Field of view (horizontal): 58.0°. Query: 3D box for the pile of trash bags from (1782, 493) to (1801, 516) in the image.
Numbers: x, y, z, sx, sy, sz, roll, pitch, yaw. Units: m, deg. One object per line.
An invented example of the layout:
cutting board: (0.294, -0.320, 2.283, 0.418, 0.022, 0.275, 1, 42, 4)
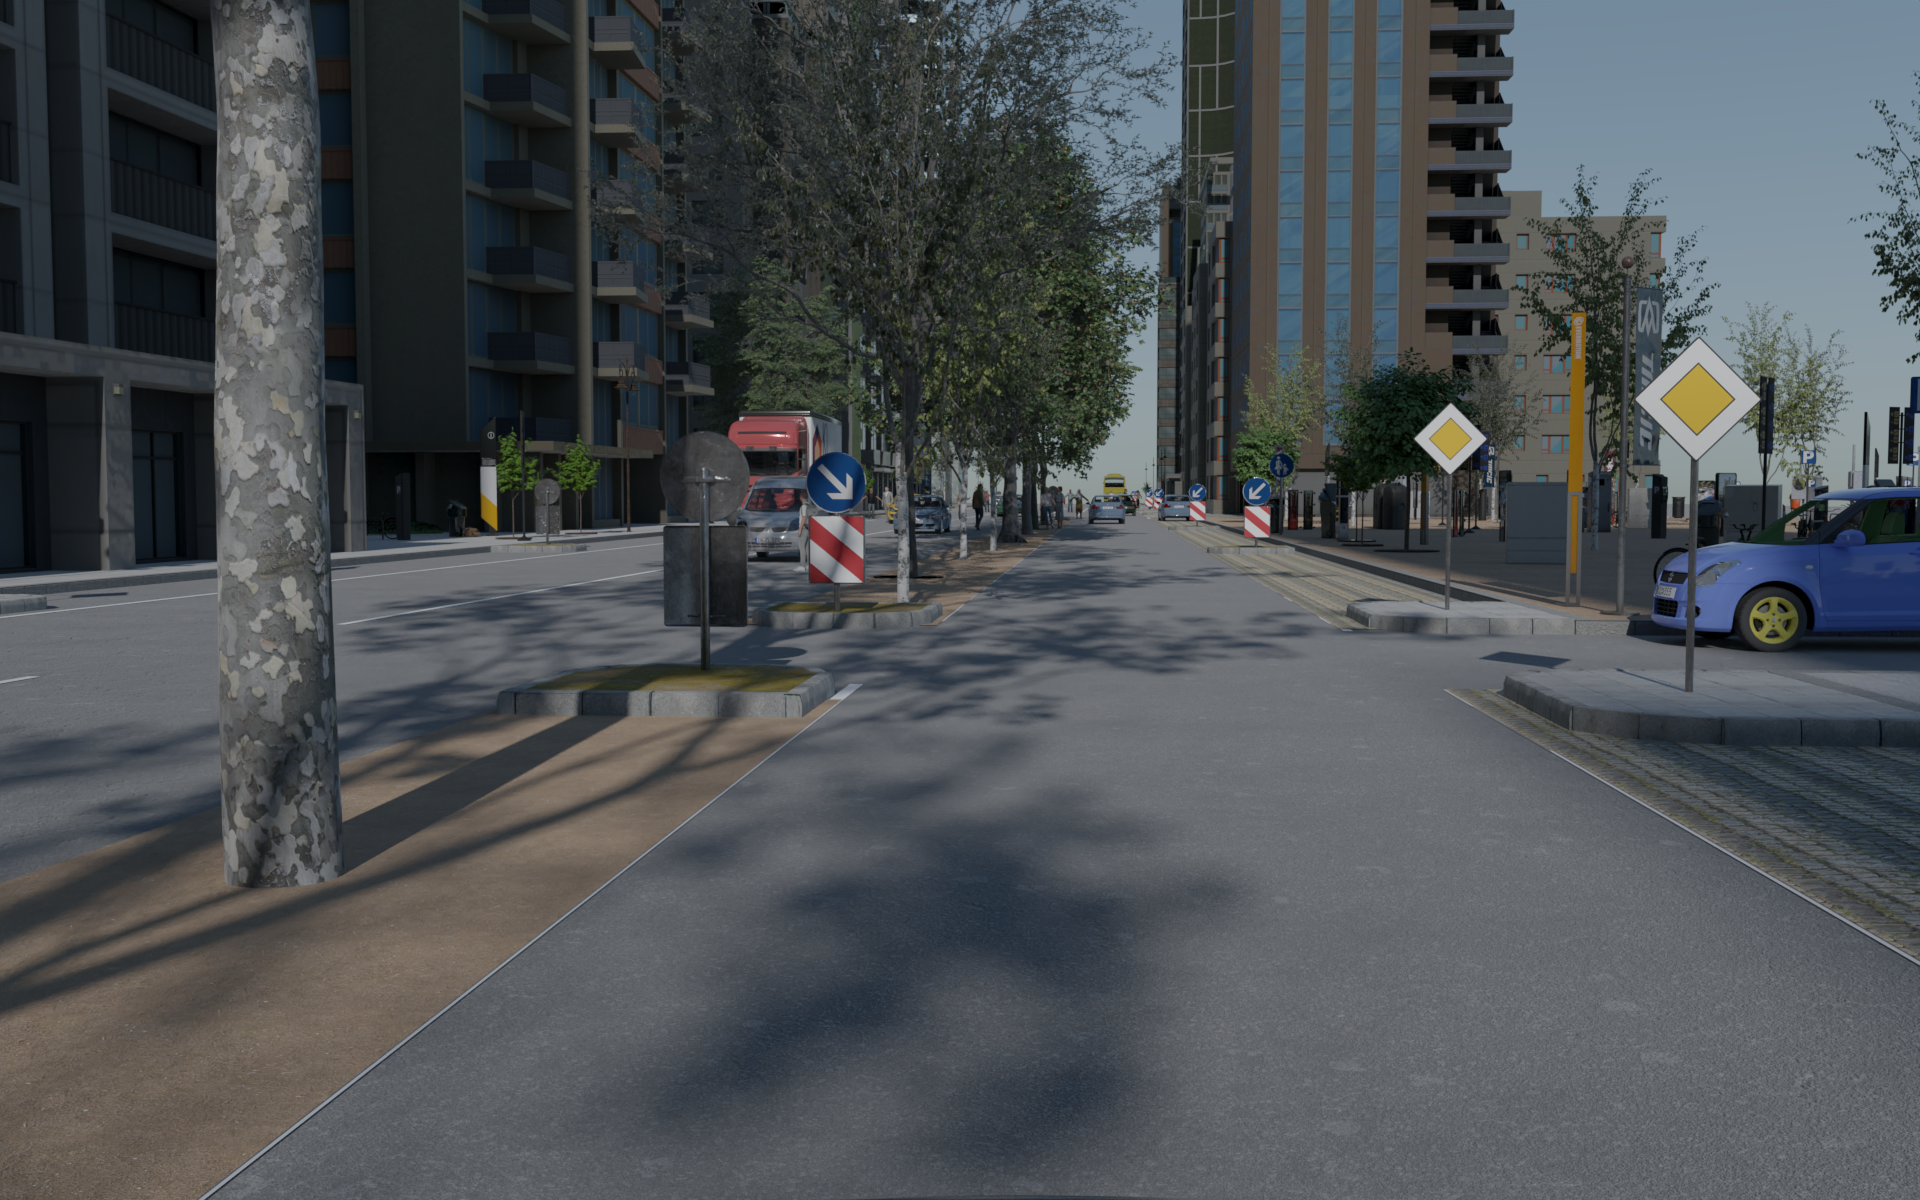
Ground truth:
pile of trash bags: (42.453, -4.939, 90.505, 3.447, 1.369, 1.912, -1, 4, -16)

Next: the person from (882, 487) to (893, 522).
person: (-3.642, -4.815, 87.348, 0.709, 1.813, 0.853, 1, 4, 17)

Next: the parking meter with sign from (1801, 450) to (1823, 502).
parking meter with sign: (34.254, -4.472, 69.381, 0.543, 3.016, 1.738, 3, 5, 45)

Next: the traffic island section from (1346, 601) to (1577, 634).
traffic island section: (5.417, 0.189, 19.192, 2.009, 0.180, 2.903, 0, 4, 5)

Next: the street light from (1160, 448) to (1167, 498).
street light: (20.756, -12.576, 178.408, 0.468, 5.910, 1.993, 0, 4, 5)

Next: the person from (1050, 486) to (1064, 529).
person: (3.965, -3.750, 70.376, 0.524, 1.755, 0.480, -2, 4, -33)

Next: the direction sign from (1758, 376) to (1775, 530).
direction sign: (15.595, -2.542, 33.552, 0.379, 3.537, 0.876, 3, 5, 40)

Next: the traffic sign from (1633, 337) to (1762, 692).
traffic sign: (4.721, -0.460, 11.160, 0.795, 2.450, 0.064, 0, 4, 5)

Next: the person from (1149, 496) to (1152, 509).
person: (16.789, -8.817, 153.603, 0.436, 1.711, 0.756, 0, 4, 8)

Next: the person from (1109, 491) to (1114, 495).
person: (14.212, -9.348, 162.283, 0.756, 1.711, 0.436, 2, 4, 32)

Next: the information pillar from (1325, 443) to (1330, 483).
information pillar: (16.774, -5.367, 79.103, 0.183, 3.616, 0.504, 0, 4, -5)

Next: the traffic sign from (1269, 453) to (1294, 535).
traffic sign: (10.061, -3.312, 54.263, 0.768, 2.556, 0.104, 0, 4, 7)

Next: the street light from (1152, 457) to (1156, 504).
street light: (24.070, -14.844, 215.484, 0.468, 5.910, 1.993, 0, 4, 5)

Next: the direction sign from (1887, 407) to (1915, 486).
direction sign: (24.466, -3.246, 45.075, 0.876, 3.537, 0.379, -1, 4, -21)

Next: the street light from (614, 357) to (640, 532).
street light: (-11.204, -5.238, 58.426, 0.468, 5.910, 1.993, 0, 4, 5)

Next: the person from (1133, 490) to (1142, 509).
person: (17.428, -9.870, 169.888, 1.348, 1.823, 0.705, -3, 5, -40)

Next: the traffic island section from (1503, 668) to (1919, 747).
traffic island section: (4.745, 0.676, 11.235, 2.009, 0.180, 2.903, 0, 4, 5)

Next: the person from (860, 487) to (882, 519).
person: (-5.062, -5.530, 98.929, 1.348, 1.822, 0.705, -1, 4, -13)

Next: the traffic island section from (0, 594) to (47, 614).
traffic island section: (-12.411, 0.097, 20.697, 2.009, 0.180, 2.903, 0, 4, 5)

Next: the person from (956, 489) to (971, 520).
person: (0.228, -5.345, 96.427, 0.617, 1.759, 0.750, 3, 5, 39)

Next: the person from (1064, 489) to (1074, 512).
person: (8.608, -7.740, 135.127, 1.350, 1.814, 0.705, 0, 4, -1)

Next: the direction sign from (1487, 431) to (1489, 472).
direction sign: (18.736, -4.331, 62.809, 0.876, 3.537, 0.379, 3, 5, 40)

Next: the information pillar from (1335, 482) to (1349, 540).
information pillar: (10.763, -2.706, 48.733, 0.304, 2.012, 0.304, 0, 4, -5)

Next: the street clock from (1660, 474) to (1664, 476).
street clock: (25.368, -3.567, 62.889, 0.358, 2.002, 0.471, 0, 4, -3)

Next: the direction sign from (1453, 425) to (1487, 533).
direction sign: (16.727, -3.964, 56.813, 0.379, 3.537, 0.876, -2, 4, -27)

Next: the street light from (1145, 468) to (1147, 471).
street light: (27.141, -17.113, 252.580, 0.468, 5.910, 1.993, 0, 4, 5)

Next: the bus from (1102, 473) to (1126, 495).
bus: (18.443, -13.181, 207.053, 2.896, 3.916, 12.252, 0, 4, 5)

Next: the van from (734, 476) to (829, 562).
van: (-3.882, -1.895, 37.998, 2.013, 2.044, 4.112, 0, 4, 3)

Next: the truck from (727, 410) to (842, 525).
truck: (-6.034, -4.361, 60.218, 2.839, 4.237, 11.283, 0, 4, 4)

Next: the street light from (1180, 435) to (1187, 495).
street light: (17.037, -9.762, 132.390, 0.468, 5.910, 1.993, 0, 4, 5)

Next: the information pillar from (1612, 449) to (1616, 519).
information pillar: (33.784, -6.025, 89.867, 0.504, 3.616, 0.183, -1, 4, -12)

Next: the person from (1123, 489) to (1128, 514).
person: (11.774, -6.982, 122.670, 0.705, 1.822, 1.348, 2, 4, 35)

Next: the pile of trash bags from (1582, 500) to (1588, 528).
pile of trash bags: (22.084, -3.420, 65.666, 3.447, 1.369, 1.912, -1, 4, -11)

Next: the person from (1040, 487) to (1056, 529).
person: (3.719, -3.817, 71.585, 0.731, 1.740, 0.598, -1, 4, -19)

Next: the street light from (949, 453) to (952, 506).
street light: (-0.910, -12.704, 180.500, 0.468, 5.910, 1.993, 0, 4, 5)

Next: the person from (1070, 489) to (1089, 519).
person: (6.900, -5.551, 99.987, 1.217, 1.736, 0.721, -1, 4, -12)

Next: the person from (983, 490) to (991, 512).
person: (2.204, -7.859, 137.709, 1.217, 1.743, 0.721, -2, 4, -24)

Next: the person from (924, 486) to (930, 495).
person: (-1.880, -5.414, 96.649, 0.705, 1.869, 1.348, 2, 4, 27)

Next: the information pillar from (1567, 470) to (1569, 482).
information pillar: (18.461, -2.914, 52.140, 0.304, 2.012, 0.304, -1, 4, -9)

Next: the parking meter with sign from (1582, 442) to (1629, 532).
parking meter with sign: (21.434, -3.780, 58.060, 1.738, 3.016, 0.543, 0, 4, 1)

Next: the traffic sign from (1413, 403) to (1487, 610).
traffic sign: (5.393, -0.946, 19.117, 0.795, 2.450, 0.064, 0, 4, 5)

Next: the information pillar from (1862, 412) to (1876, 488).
information pillar: (25.867, -3.554, 49.469, 0.183, 3.616, 0.504, 3, 4, 39)

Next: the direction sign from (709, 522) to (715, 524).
direction sign: (-10.807, -5.073, 74.945, 0.379, 3.537, 0.876, 2, 4, 29)

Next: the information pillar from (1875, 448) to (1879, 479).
information pillar: (46.455, -5.901, 87.840, 0.183, 3.616, 0.504, 1, 4, 12)

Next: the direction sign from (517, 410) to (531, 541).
direction sign: (-11.944, -3.387, 47.369, 0.379, 3.537, 0.876, -1, 4, -9)

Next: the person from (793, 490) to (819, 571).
person: (-2.890, -1.297, 32.298, 0.523, 1.515, 0.503, -1, 4, -14)

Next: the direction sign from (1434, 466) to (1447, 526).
direction sign: (19.672, -4.802, 70.517, 0.876, 3.537, 0.379, 0, 4, 4)

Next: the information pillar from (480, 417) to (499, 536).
information pillar: (-14.337, -3.752, 52.702, 0.504, 3.616, 0.183, -3, 4, -37)

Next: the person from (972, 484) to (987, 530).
person: (0.759, -3.675, 68.493, 0.656, 1.842, 0.836, 1, 4, 14)
